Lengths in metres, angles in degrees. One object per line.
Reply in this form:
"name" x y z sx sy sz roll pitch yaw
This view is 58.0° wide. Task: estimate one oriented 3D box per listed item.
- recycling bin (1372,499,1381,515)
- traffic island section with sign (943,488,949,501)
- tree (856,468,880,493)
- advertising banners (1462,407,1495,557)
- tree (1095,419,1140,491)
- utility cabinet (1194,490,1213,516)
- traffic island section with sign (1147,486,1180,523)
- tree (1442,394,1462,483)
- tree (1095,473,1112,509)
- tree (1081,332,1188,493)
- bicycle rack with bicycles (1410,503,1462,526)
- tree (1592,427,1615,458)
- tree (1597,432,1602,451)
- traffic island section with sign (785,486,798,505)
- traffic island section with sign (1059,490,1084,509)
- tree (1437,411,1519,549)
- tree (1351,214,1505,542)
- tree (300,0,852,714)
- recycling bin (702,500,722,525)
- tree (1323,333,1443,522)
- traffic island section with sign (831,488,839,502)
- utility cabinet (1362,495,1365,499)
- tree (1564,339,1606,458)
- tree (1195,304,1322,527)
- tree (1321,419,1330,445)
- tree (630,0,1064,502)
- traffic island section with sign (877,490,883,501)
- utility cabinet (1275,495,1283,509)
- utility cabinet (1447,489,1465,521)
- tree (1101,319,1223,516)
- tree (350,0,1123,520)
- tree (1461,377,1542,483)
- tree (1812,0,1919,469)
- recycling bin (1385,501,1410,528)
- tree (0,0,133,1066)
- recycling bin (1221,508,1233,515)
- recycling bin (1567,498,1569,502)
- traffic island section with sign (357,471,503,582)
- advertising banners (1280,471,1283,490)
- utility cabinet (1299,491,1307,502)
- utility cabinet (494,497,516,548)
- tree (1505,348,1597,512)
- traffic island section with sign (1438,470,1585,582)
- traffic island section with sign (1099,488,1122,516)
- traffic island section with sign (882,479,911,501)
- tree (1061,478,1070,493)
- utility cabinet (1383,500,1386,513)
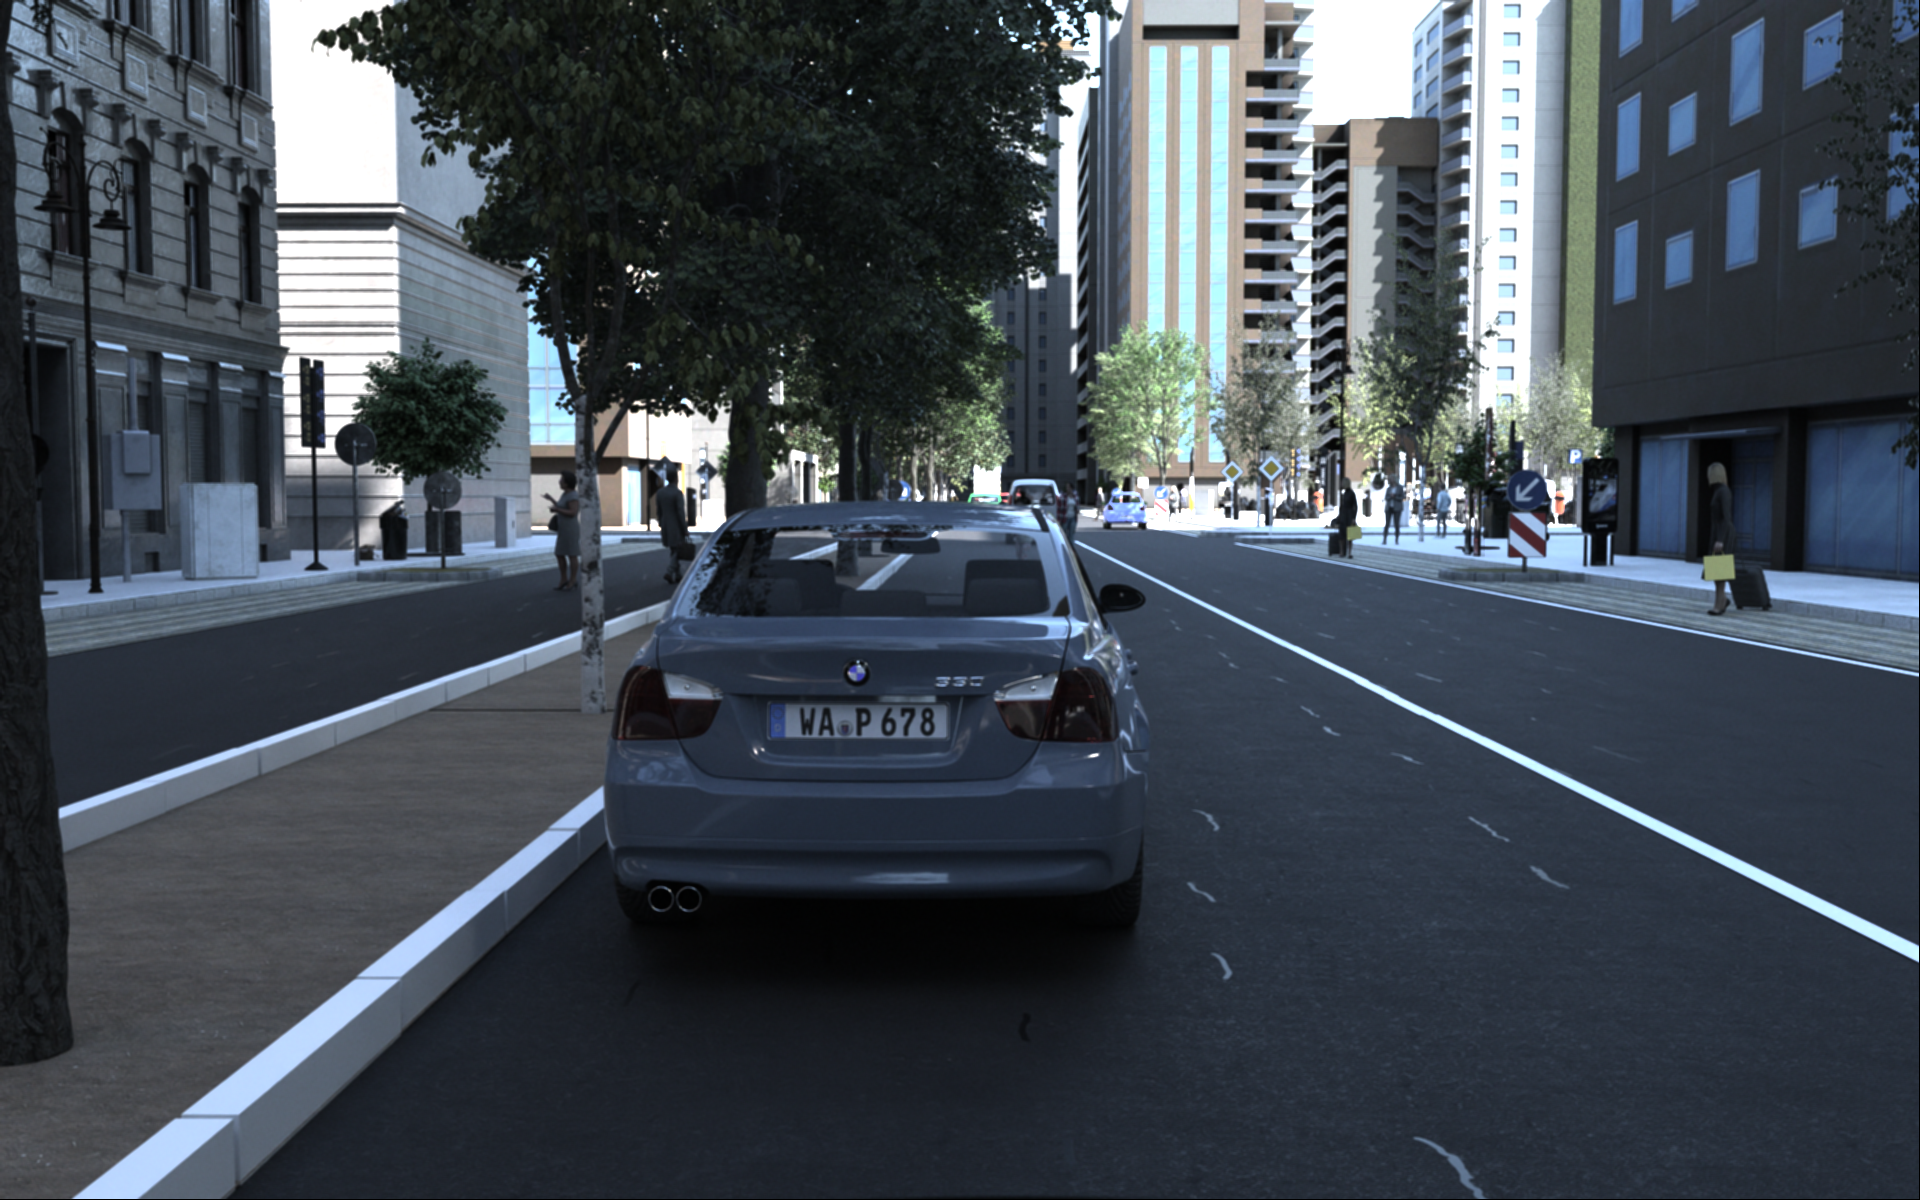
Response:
"recycling bin" 25.068 -5.633 104.653 0.722 1.027 0.722 -1 4 -22
"traffic island section with sign" -1.186 -7.747 134.795 2.006 1.907 1.989 0 4 1
"tree" -9.614 -11.715 175.246 4.285 4.588 4.351 0 3 0
"advertising banners" 10.698 -2.421 35.779 0.090 3.025 2.074 0 4 3
"tree" 13.087 -11.778 142.939 4.737 8.622 4.395 0 3 0
"utility cabinet" 13.923 -5.523 98.985 0.318 1.500 1.173 -3 5 -40
"traffic island section with sign" 9.704 -4.679 85.126 1.989 1.847 2.006 0 4 1
"tree" 34.595 -10.613 123.891 4.737 8.622 4.395 0 3 0
"tree" 12.579 -9.741 153.871 1.663 3.219 1.824 0 3 0
"tree" 12.135 -12.407 120.976 7.486 12.596 7.792 0 3 0
"bicycle rack with bicycles" 18.857 -3.461 69.962 2.925 0.926 2.852 0 4 -6
"tree" 19.488 -3.957 48.418 4.285 4.588 4.351 0 3 0
"tree" 33.653 -8.848 95.019 4.360 8.622 3.978 0 3 0
"traffic island section with sign" -8.217 -4.651 84.677 1.989 1.847 2.006 0 4 1
"traffic island section with sign" 10.530 -9.369 161.807 1.989 1.847 2.006 0 4 1
"tree" 12.235 -2.803 40.424 1.663 3.219 1.824 0 3 0
"tree" 12.443 -5.882 46.533 4.360 8.622 3.978 0 3 0
"tree" -2.349 -3.545 10.780 4.737 8.622 4.395 0 3 0
"recycling bin" -10.346 -3.656 72.337 0.722 1.027 0.722 0 4 3
"tree" 18.869 -7.861 78.884 4.737 8.622 4.395 0 3 0
"traffic island section with sign" -7.925 -6.300 111.630 1.989 1.847 2.006 0 4 1
"utility cabinet" 26.486 -6.349 114.969 1.020 1.237 0.306 0 4 4
"tree" 29.559 -7.822 78.260 4.737 8.622 4.395 0 3 0
"tree" 11.254 -7.101 66.462 4.360 8.622 3.978 0 3 0
"tree" 17.506 -8.734 93.155 4.360 8.622 3.978 0 3 0
"tree" -2.060 -6.702 30.167 7.486 12.596 7.792 0 3 0
"traffic island section with sign" -7.381 -9.387 162.101 1.989 1.847 2.006 0 4 1
"utility cabinet" 24.827 -7.478 133.427 1.020 1.237 0.306 -1 4 -16
"utility cabinet" 23.888 -4.539 82.895 1.173 1.500 0.318 -2 4 -26
"tree" 11.964 -10.801 102.355 9.928 11.665 9.643 0 3 0
"tree" -2.531 -6.780 19.968 9.857 13.997 8.962 0 3 0
"tree" 34.498 -9.686 108.728 4.737 8.622 4.395 0 3 0
"tree" 12.003 -4.288 20.468 4.360 8.622 3.978 0 3 0
"recycling bin" 16.861 -3.312 66.707 0.722 1.027 0.722 3 5 41
"tree" -2.393 -4.134 4.463 8.767 10.594 7.601 0 4 1
"recycling bin" 16.211 -5.628 104.576 0.722 1.027 0.722 -1 4 -12
"recycling bin" 35.213 -5.289 99.024 0.722 1.027 0.722 -1 4 -9
"traffic island section with sign" -8.808 -1.251 29.089 1.989 1.847 2.006 0 4 1
"advertising banners" 22.020 -7.428 117.628 0.090 3.025 2.074 0 4 -4
"utility cabinet" 26.413 -7.676 134.179 1.173 1.500 0.318 -3 5 -44
"utility cabinet" -10.949 -1.871 41.750 0.306 1.237 1.020 0 4 -2
"tree" 29.696 -8.430 88.192 4.360 8.622 3.978 0 3 0
"traffic island section with sign" 9.102 -1.239 28.888 1.989 1.847 2.006 0 4 1
"traffic island section with sign" 10.000 -6.333 112.169 1.989 1.847 2.006 0 4 1
"traffic island section with sign" -1.985 -3.151 59.661 2.006 1.907 1.989 0 4 1
"tree" 12.898 -13.030 207.645 1.663 3.219 1.824 0 3 0
"utility cabinet" 27.758 -6.450 114.136 1.173 1.500 0.318 2 4 34
